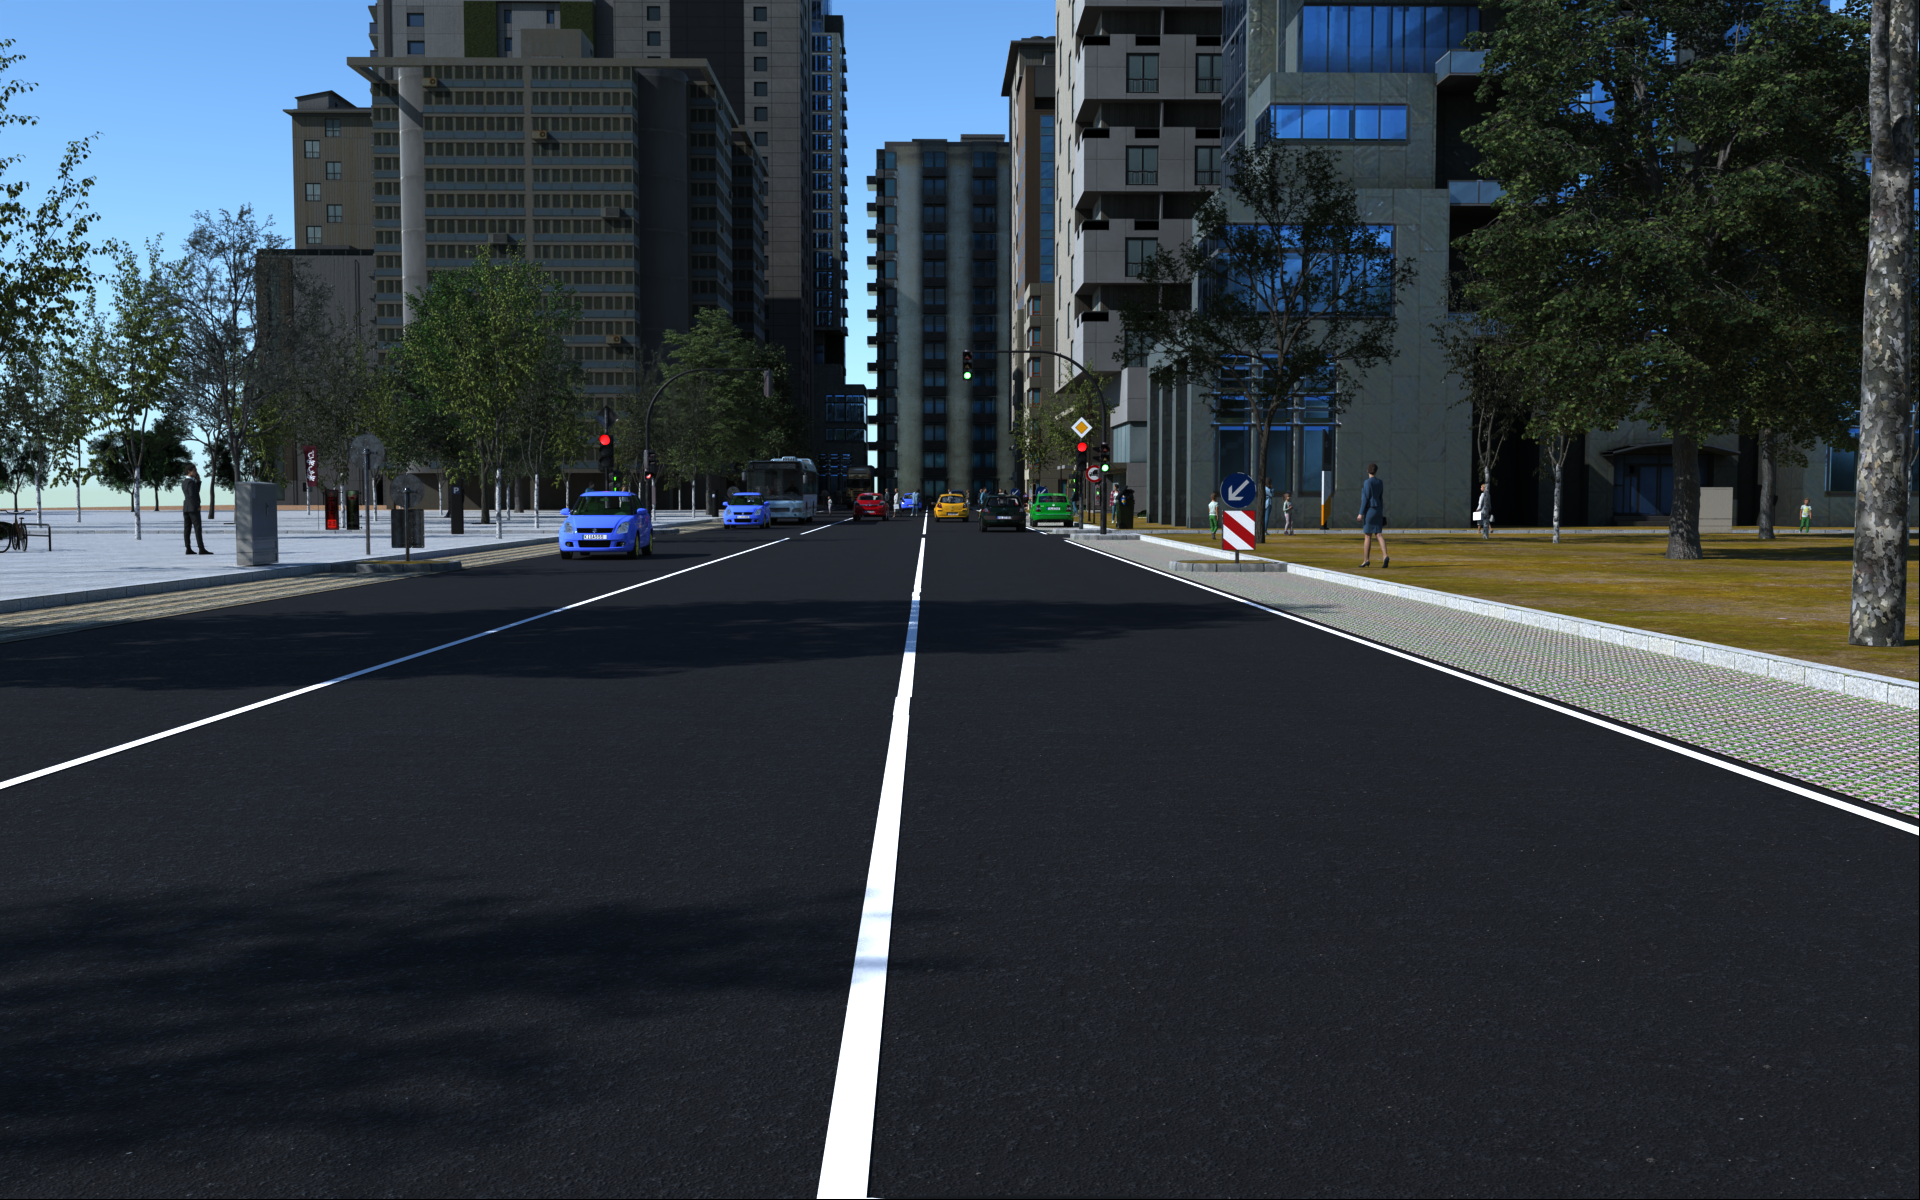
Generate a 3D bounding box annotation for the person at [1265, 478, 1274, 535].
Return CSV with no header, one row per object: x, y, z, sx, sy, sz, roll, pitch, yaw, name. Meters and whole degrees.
9.466,-2.906,53.814,0.793,1.790,0.793,3,5,39,person

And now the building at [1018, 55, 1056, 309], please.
13.195,-32.304,178.280,14.600,45.320,14.200,0,4,-1,building

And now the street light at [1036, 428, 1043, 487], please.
5.480,-8.941,118.973,0.468,5.910,1.993,0,4,-1,street light

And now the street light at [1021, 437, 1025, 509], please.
5.099,-10.091,137.772,0.468,5.910,1.993,0,4,-1,street light

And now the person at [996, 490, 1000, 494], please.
4.322,-11.689,197.711,0.990,1.755,0.434,-2,4,-32,person

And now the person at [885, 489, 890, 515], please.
-5.000,-6.619,116.891,0.590,1.801,0.661,-1,4,-19,person

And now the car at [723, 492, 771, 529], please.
-8.835,-3.814,71.957,1.945,1.707,3.694,0,4,-1,car

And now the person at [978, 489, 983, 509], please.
1.530,-6.698,118.428,0.576,1.772,0.534,-3,5,-45,person

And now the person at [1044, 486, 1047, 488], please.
5.339,-6.336,109.812,0.511,1.800,0.466,2,4,31,person

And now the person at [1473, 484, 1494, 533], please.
18.189,-3.133,60.072,0.694,1.780,0.624,-2,4,-27,person

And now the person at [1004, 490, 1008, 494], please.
4.805,-10.801,183.353,1.217,1.735,0.721,1,4,10,person

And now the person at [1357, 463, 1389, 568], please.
7.187,-1.469,30.088,0.581,1.822,0.654,-1,4,-19,person

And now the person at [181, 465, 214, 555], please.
-16.254,-1.921,36.814,0.648,1.900,0.474,3,5,40,person

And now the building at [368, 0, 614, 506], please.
-52.368,-40.312,201.103,28.212,58.520,21.231,0,4,-1,building

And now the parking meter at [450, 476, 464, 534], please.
-16.059,-3.037,55.365,0.399,1.863,0.255,0,4,-5,parking meter

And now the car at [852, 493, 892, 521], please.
-4.749,-5.126,92.844,2.155,1.783,4.494,0,4,0,car

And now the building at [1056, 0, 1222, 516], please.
20.563,-32.063,113.474,28.713,52.752,27.495,0,4,-1,building

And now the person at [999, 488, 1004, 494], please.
2.619,-6.345,112.435,0.606,1.804,0.583,2,4,34,person

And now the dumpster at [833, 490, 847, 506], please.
-13.530,-11.592,197.743,1.865,1.857,1.264,0,4,-3,dumpster

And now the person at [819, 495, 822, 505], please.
-15.871,-11.636,199.475,0.628,1.438,0.799,2,4,30,person

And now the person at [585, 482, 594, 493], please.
-17.043,-4.521,79.816,0.748,1.841,0.638,3,5,45,person

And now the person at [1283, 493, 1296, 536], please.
10.186,-2.642,53.524,0.394,1.301,0.425,2,4,33,person

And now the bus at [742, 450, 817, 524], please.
-8.631,-5.503,84.836,2.948,3.499,13.247,0,4,-2,bus

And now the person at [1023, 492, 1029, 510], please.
5.322,-7.988,139.875,0.421,1.427,0.697,-1,4,-14,person

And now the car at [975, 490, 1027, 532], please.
1.604,-3.464,66.416,2.009,1.686,4.222,0,4,-1,car

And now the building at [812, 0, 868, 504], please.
-28.120,-56.224,231.927,31.000,86.520,22.319,0,4,-1,building

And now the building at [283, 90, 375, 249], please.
-72.181,-39.500,235.065,27.495,52.752,28.713,0,4,-1,building

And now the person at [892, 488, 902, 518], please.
-3.807,-5.887,105.098,0.624,1.780,0.694,0,4,2,person

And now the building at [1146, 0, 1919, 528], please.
23.874,-46.521,73.293,31.000,86.520,22.319,0,4,-1,building

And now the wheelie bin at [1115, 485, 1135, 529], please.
6.091,-3.418,63.791,0.693,1.594,0.980,0,4,-5,wheelie bin

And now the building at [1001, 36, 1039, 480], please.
19.594,-37.297,199.043,28.713,52.752,27.495,0,4,-1,building

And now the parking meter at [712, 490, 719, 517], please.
-13.623,-5.382,96.407,0.372,1.533,0.369,0,3,0,parking meter

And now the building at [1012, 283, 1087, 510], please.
19.271,-19.070,156.836,27.650,21.520,28.899,0,4,-1,building

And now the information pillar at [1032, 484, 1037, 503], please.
5.176,-7.127,121.023,0.304,2.012,0.304,-1,4,-8,information pillar

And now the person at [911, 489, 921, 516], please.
-2.916,-6.426,113.822,0.793,1.790,0.793,-1,4,-19,person

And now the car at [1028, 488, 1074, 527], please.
3.970,-4.080,75.501,1.959,1.807,4.718,0,4,0,car

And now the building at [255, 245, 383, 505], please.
-73.588,-26.507,205.092,14.107,30.474,14.160,0,4,-1,building

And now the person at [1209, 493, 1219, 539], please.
7.135,-2.351,48.727,0.306,1.304,0.590,1,4,19,person

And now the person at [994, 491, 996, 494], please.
4.325,-12.611,213.170,0.436,1.711,0.756,0,4,5,person

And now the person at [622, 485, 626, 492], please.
-16.357,-4.724,84.290,0.522,1.701,0.512,3,5,41,person

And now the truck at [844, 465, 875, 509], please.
-9.824,-11.126,170.830,2.839,4.237,11.283,0,4,-1,truck

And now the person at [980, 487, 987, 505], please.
1.357,-5.657,101.012,0.620,1.820,0.660,1,4,22,person

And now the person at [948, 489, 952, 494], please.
-0.744,-7.405,129.698,0.853,1.813,0.709,0,4,-8,person

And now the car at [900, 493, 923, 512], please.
-3.961,-8.069,141.526,1.945,1.707,3.694,0,4,-1,car

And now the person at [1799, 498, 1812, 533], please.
28.933,-2.847,59.289,0.306,1.304,0.590,0,4,1,person

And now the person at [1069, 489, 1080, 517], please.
6.544,-5.662,98.960,0.721,1.781,0.623,0,4,8,person

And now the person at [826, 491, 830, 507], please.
-13.424,-10.118,174.662,0.721,1.736,1.217,-2,4,-33,person

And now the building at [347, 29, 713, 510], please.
-32.559,-27.960,149.025,32.217,40.220,23.993,0,4,-1,building

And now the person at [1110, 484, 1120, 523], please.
6.847,-4.219,75.857,0.563,1.720,0.643,1,4,14,person

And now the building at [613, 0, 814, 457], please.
-27.964,-46.672,201.342,20.611,71.187,20.563,0,4,-1,building

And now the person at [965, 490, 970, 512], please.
0.594,-7.633,133.841,0.362,1.759,0.519,0,4,8,person

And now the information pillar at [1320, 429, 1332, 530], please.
13.160,-4.333,62.206,0.504,3.616,0.183,-3,5,-45,information pillar

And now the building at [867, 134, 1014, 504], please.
2.900,-37.530,233.230,30.456,49.044,23.786,0,4,-1,building

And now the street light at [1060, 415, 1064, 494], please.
5.845,-7.791,100.173,0.468,5.910,1.993,0,4,-1,street light

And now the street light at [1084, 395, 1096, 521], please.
6.059,-6.618,80.994,0.468,5.910,1.993,0,4,-1,street light

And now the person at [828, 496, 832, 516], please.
-8.695,-6.288,115.582,0.425,1.301,0.394,3,4,38,person

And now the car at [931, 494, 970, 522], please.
-0.453,-4.834,89.253,2.015,1.641,3.980,0,4,-2,car

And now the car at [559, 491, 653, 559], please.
-7.988,-1.812,39.212,1.945,1.707,3.694,0,4,-3,car
